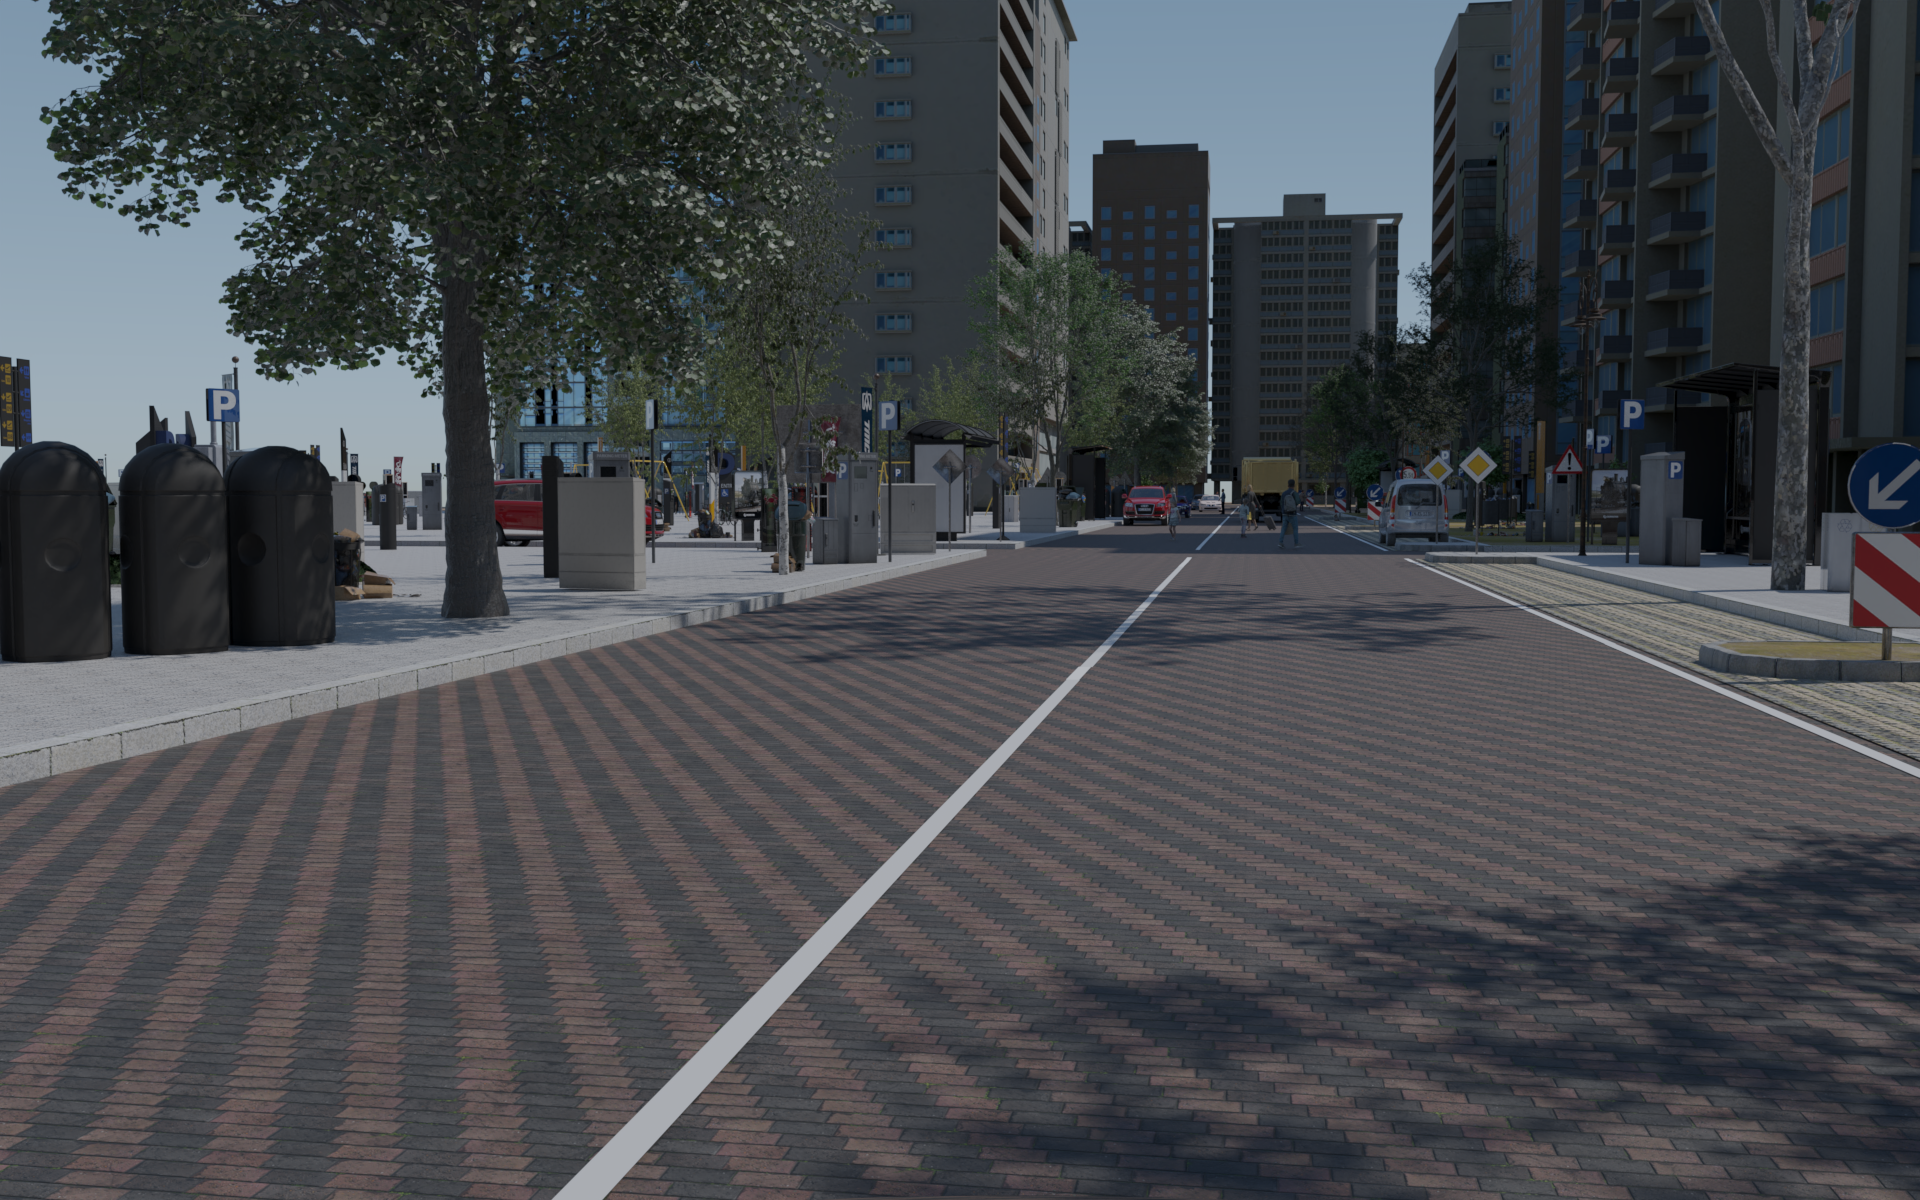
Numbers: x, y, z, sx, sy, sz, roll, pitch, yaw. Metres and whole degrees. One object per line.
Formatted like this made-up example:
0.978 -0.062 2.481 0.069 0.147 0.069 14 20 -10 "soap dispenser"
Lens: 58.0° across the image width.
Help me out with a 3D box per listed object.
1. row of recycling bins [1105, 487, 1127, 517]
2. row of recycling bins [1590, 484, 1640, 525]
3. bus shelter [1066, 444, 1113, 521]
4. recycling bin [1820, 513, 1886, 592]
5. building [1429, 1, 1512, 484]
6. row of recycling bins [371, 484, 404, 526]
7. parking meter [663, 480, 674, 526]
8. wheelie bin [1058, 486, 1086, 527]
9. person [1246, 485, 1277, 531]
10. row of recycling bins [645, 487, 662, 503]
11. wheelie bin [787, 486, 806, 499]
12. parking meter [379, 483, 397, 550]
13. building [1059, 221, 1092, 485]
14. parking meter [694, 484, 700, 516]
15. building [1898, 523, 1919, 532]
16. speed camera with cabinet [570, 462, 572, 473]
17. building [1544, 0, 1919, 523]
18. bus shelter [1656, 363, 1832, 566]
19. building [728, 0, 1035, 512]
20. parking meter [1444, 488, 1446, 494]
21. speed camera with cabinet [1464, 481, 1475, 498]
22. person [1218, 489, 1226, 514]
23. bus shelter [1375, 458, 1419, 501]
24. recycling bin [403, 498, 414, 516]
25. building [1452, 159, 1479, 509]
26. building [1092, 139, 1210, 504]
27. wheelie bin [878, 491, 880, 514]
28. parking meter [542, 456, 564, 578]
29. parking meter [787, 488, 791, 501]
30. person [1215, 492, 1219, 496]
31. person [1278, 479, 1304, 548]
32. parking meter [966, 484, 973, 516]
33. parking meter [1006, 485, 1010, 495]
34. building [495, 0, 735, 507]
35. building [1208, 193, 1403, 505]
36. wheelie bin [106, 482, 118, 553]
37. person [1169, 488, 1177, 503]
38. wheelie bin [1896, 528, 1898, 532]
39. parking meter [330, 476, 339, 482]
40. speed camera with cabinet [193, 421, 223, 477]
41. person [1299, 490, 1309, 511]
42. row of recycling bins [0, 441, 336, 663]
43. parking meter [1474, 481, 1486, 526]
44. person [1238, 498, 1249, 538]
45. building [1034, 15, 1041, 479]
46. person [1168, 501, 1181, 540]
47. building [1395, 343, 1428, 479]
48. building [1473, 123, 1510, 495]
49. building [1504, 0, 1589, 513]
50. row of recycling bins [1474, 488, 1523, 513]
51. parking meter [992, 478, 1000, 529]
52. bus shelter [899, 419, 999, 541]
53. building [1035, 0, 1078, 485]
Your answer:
7.477 -5.435 95.969 3.534 1.692 1.069 -1 4 -14 "row of recycling bins"
28.185 -4.057 73.444 3.534 1.692 1.069 -2 4 -27 "row of recycling bins"
6.405 -5.740 85.136 1.731 3.624 6.357 1 4 10 "bus shelter"
11.817 -0.631 22.870 0.722 1.027 0.722 1 4 18 "recycling bin"
57.629 -33.262 167.536 21.300 48.544 21.600 1 4 9 "building"
-23.859 -3.989 72.331 1.069 1.692 3.534 -1 4 -10 "row of recycling bins"
-11.782 -3.936 70.063 0.399 1.863 0.255 2 4 25 "parking meter"
4.165 -3.602 66.800 0.980 1.594 0.693 2 4 28 "wheelie bin"
11.778 -3.638 68.196 1.509 1.804 0.699 -1 4 -19 "person"
-20.639 -6.712 116.858 1.069 1.692 3.534 -1 4 -12 "row of recycling bins"
-6.355 -3.700 68.395 0.980 1.594 0.693 -1 4 -11 "wheelie bin"
-13.162 -1.922 39.833 0.372 1.533 0.369 0 3 0 "parking meter"
6.529 -33.091 232.925 23.993 40.220 32.217 1 4 9 "building"
-15.701 -5.976 103.413 0.255 1.863 0.399 -1 4 -16 "parking meter"
43.012 -24.758 59.422 28.867 44.769 22.147 1 4 9 "building"
-24.287 -6.835 106.082 0.660 3.252 2.038 -3 4 -38 "speed camera with cabinet"
47.369 -27.223 99.715 22.147 44.769 28.867 1 4 9 "building"
15.178 -2.606 33.894 1.731 3.624 6.357 1 4 10 "bus shelter"
-6.106 -31.215 134.074 21.300 48.544 21.600 1 4 9 "building"
18.306 -3.523 66.012 0.372 1.533 0.369 0 3 0 "parking meter"
32.407 -7.225 112.458 2.038 3.252 0.660 1 4 12 "speed camera with cabinet"
18.727 -7.035 123.513 0.705 1.826 1.348 2 4 26 "person"
24.939 -6.423 98.946 2.014 3.302 5.546 1 4 10 "bus shelter"
-33.181 -5.576 103.723 0.722 1.027 0.722 2 4 34 "recycling bin"
50.158 -23.200 151.016 14.160 30.474 14.107 1 4 9 "building"
24.555 -34.935 221.301 14.200 45.320 14.600 1 4 9 "building"
-4.876 -6.291 110.768 0.980 1.594 0.693 2 4 29 "wheelie bin"
-6.240 -1.278 26.599 0.255 1.863 0.399 0 4 2 "parking meter"
-6.788 -3.748 69.693 0.372 1.533 0.369 0 3 0 "parking meter"
28.963 -11.361 195.176 0.541 1.710 0.530 1 4 11 "person"
8.663 -2.268 45.568 0.713 1.824 0.794 -2 4 -25 "person"
0.567 -5.816 100.802 0.399 1.863 0.255 3 5 43 "parking meter"
3.144 -6.618 113.915 0.255 1.863 0.399 0 4 -3 "parking meter"
-32.860 -53.106 180.952 31.000 86.520 22.319 1 4 9 "building"
44.812 -32.716 226.793 23.993 40.220 32.217 1 4 9 "building"
-15.872 -1.453 31.657 0.980 1.594 0.693 1 4 12 "wheelie bin"
12.402 -5.672 101.417 0.728 1.800 0.709 -2 4 -33 "person"
25.651 -2.457 48.088 0.693 1.594 0.980 -1 4 -21 "wheelie bin"
-20.079 -3.048 55.549 0.255 1.863 0.399 0 4 -3 "parking meter"
-14.061 -2.373 33.132 0.660 3.252 2.038 0 4 7 "speed camera with cabinet"
28.338 -8.170 142.610 0.750 1.759 0.617 -1 4 -14 "person"
-6.758 -0.414 13.885 1.069 1.692 3.534 3 5 45 "row of recycling bins"
20.793 -3.885 69.231 0.399 1.863 0.255 3 5 44 "parking meter"
9.355 -2.705 57.006 0.425 1.301 0.394 2 4 31 "person"
-0.714 -30.661 151.418 14.600 45.320 14.200 1 4 9 "building"
6.697 -2.459 53.719 0.382 1.210 0.505 -3 4 -39 "person"
70.536 -22.986 220.868 28.899 21.520 27.650 1 4 9 "building"
49.208 -22.336 136.898 14.160 30.474 14.107 1 4 9 "building"
46.955 -28.892 122.497 14.600 45.320 14.200 1 4 9 "building"
35.664 -6.616 115.286 3.534 1.692 1.069 0 4 -2 "row of recycling bins"
1.376 -3.573 64.131 0.255 1.863 0.399 1 4 23 "parking meter"
-0.195 -3.403 49.561 2.014 3.302 5.546 1 4 10 "bus shelter"
-3.324 -35.823 174.944 27.495 52.752 28.713 1 4 9 "building"
